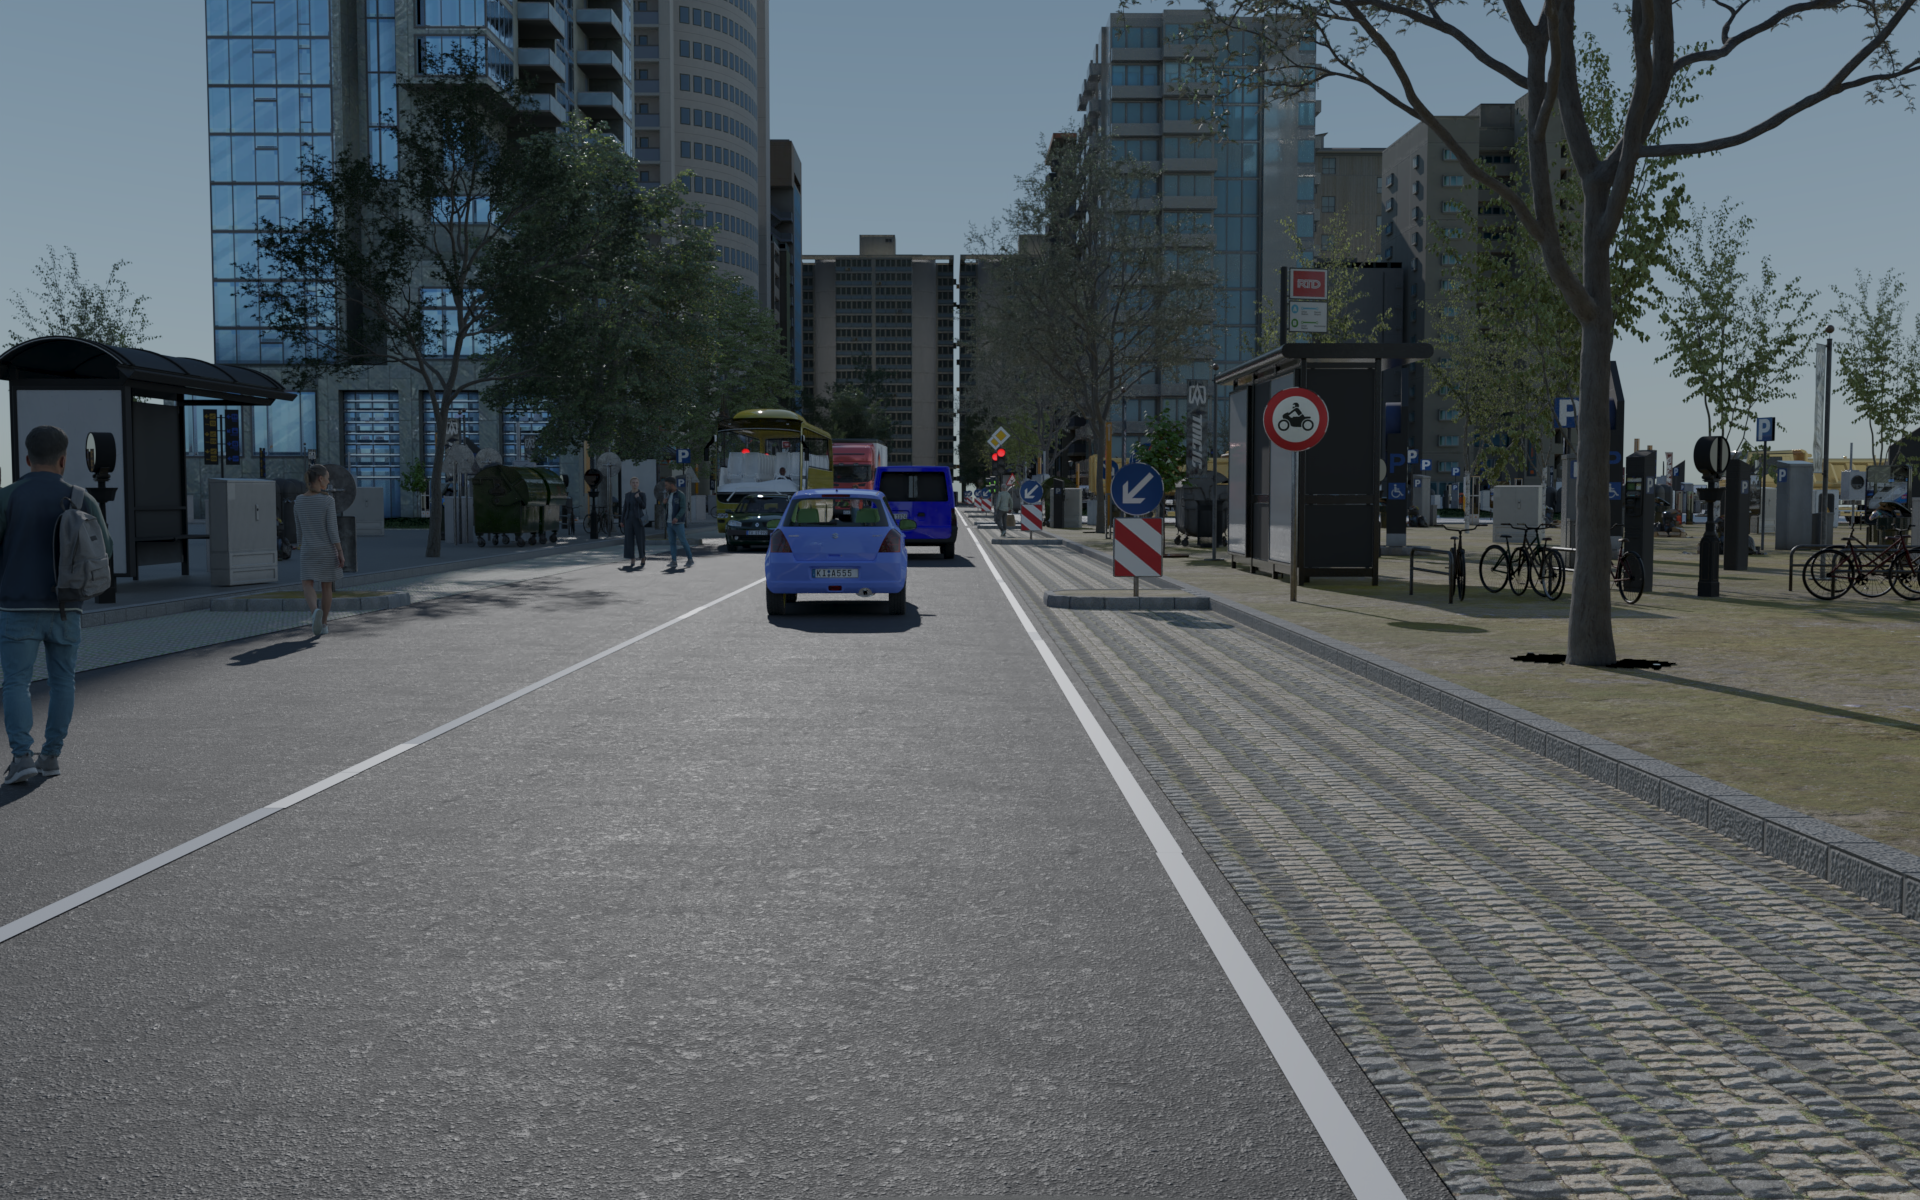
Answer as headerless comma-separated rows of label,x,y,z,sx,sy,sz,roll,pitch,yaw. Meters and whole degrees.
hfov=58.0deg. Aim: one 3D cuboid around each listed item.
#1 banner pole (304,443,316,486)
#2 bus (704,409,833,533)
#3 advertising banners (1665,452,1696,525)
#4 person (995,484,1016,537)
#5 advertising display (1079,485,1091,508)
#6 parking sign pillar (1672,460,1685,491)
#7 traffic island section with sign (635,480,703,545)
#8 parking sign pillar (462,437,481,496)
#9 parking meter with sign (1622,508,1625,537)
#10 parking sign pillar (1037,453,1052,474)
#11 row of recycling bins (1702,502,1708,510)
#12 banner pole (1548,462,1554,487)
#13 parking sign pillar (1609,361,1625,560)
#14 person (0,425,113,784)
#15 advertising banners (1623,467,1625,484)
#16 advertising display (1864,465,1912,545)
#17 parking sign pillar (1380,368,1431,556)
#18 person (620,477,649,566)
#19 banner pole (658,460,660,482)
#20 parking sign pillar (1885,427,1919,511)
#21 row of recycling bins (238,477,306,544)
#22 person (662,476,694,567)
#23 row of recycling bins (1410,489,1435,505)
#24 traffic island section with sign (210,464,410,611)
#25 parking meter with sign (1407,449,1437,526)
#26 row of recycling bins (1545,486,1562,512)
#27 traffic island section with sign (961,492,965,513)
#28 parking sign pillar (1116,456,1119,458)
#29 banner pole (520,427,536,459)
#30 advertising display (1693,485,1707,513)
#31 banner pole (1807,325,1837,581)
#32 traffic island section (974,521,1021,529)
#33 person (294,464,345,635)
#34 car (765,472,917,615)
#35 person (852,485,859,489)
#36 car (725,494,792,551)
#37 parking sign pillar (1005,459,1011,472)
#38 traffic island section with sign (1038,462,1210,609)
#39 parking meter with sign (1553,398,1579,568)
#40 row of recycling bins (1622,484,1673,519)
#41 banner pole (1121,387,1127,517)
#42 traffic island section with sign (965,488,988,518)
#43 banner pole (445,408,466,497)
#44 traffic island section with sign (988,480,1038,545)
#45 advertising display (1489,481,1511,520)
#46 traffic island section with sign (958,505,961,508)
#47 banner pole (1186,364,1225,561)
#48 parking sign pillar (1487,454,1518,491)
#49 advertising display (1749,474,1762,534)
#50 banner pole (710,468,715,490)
banner pole,-31.788,-5.789,84.670,0.401,3.779,0.863,2,4,34
bus,-5.617,-3.803,53.730,2.896,3.916,12.252,0,4,0
advertising banners,30.089,-4.663,72.423,2.074,3.025,0.090,-2,4,-32
person,1.539,-2.998,58.010,0.782,1.767,0.515,-3,5,-42
advertising display,8.910,-7.247,123.706,0.974,1.923,0.123,2,4,30
parking sign pillar,56.144,-9.019,135.934,1.447,3.967,1.447,0,4,5
traffic island section with sign,-8.335,-2.463,48.891,1.989,1.847,2.006,0,4,0
parking sign pillar,-22.771,-5.676,81.275,1.447,3.967,1.447,2,4,30
parking meter with sign,19.053,-3.414,52.081,1.738,3.016,0.543,1,4,15
parking sign pillar,5.213,-7.224,106.577,1.447,3.967,1.447,-1,4,-20
row of recycling bins,61.034,-8.263,142.212,1.069,1.692,3.534,3,4,39
banner pole,46.461,-8.949,136.336,0.401,3.779,0.863,-1,4,-15
parking sign pillar,12.889,-2.813,34.468,1.447,3.967,1.447,1,4,13
person,-4.640,0.005,8.764,0.721,1.781,0.623,3,5,40
advertising banners,43.336,-7.053,111.498,2.074,3.025,0.090,1,4,14
advertising display,20.597,-2.033,38.460,0.123,1.923,0.974,-2,4,-33
parking sign pillar,9.225,-2.940,36.539,1.447,3.967,1.447,1,4,14
person,-6.556,-1.588,34.880,0.576,1.772,0.534,0,4,-7
banner pole,-14.621,-5.638,82.199,0.863,3.779,0.401,-1,4,-21
parking sign pillar,36.028,-4.745,66.046,1.447,3.967,1.447,1,4,8
row of recycling bins,-17.749,-2.288,44.524,1.069,1.692,3.534,0,4,3
person,-5.615,-1.550,34.190,0.623,1.781,0.721,2,4,31
row of recycling bins,34.653,-7.620,131.695,1.069,1.692,3.534,-2,4,-33
traffic island section with sign,-8.113,-0.814,21.936,1.989,1.847,2.006,0,4,0
parking meter with sign,18.255,-4.411,68.374,0.543,3.016,1.738,3,5,43
row of recycling bins,31.563,-5.157,91.434,1.069,1.692,3.534,-3,5,-44
traffic island section with sign,1.262,-7.560,132.238,1.989,1.847,2.006,0,4,0
parking sign pillar,11.590,-8.167,121.999,1.447,3.967,1.447,1,4,17
banner pole,-16.193,-4.566,64.669,0.863,3.779,0.401,1,4,11
advertising display,50.306,-6.888,117.827,0.974,1.923,0.123,0,4,-2
banner pole,12.708,-2.173,25.549,0.401,3.779,0.863,3,5,42
traffic island section,1.654,-3.513,79.720,2.009,0.180,2.903,0,4,0
person,-6.490,-0.509,17.567,0.466,1.731,0.760,-2,4,-27
car,-1.510,-0.750,21.861,1.945,1.707,3.694,0,4,-2
person,-3.539,-3.098,59.743,0.643,1.750,0.593,0,4,2
car,-4.973,-2.134,44.673,2.009,1.686,4.222,0,4,1
parking sign pillar,3.700,-8.838,132.976,1.447,3.967,1.447,0,4,2
traffic island section with sign,2.092,-0.836,22.296,1.989,1.847,2.006,0,4,0
parking meter with sign,10.858,-2.098,30.560,0.543,3.016,1.738,1,4,11
row of recycling bins,27.001,-3.738,68.221,3.534,1.692,1.069,-3,5,-40
banner pole,3.839,-3.088,40.503,0.401,3.779,0.863,0,4,-1
traffic island section with sign,1.466,-5.871,104.625,1.989,1.847,2.006,0,4,0
banner pole,-14.567,-3.683,50.229,0.863,3.779,0.401,-3,5,-43
traffic island section with sign,1.895,-2.500,49.508,1.989,1.847,2.006,0,4,0
advertising display,26.171,-4.816,83.959,0.974,1.923,0.123,3,4,36
traffic island section with sign,0.878,-10.616,182.205,1.989,1.847,2.006,0,4,0
banner pole,4.698,-2.647,33.296,0.863,3.779,0.401,-1,4,-20
parking sign pillar,36.522,-7.847,116.763,1.447,3.967,1.447,3,4,36
advertising display,25.263,-3.092,55.773,0.974,1.923,0.123,1,4,10
banner pole,-19.238,-8.905,135.610,0.863,3.779,0.401,1,4,18
